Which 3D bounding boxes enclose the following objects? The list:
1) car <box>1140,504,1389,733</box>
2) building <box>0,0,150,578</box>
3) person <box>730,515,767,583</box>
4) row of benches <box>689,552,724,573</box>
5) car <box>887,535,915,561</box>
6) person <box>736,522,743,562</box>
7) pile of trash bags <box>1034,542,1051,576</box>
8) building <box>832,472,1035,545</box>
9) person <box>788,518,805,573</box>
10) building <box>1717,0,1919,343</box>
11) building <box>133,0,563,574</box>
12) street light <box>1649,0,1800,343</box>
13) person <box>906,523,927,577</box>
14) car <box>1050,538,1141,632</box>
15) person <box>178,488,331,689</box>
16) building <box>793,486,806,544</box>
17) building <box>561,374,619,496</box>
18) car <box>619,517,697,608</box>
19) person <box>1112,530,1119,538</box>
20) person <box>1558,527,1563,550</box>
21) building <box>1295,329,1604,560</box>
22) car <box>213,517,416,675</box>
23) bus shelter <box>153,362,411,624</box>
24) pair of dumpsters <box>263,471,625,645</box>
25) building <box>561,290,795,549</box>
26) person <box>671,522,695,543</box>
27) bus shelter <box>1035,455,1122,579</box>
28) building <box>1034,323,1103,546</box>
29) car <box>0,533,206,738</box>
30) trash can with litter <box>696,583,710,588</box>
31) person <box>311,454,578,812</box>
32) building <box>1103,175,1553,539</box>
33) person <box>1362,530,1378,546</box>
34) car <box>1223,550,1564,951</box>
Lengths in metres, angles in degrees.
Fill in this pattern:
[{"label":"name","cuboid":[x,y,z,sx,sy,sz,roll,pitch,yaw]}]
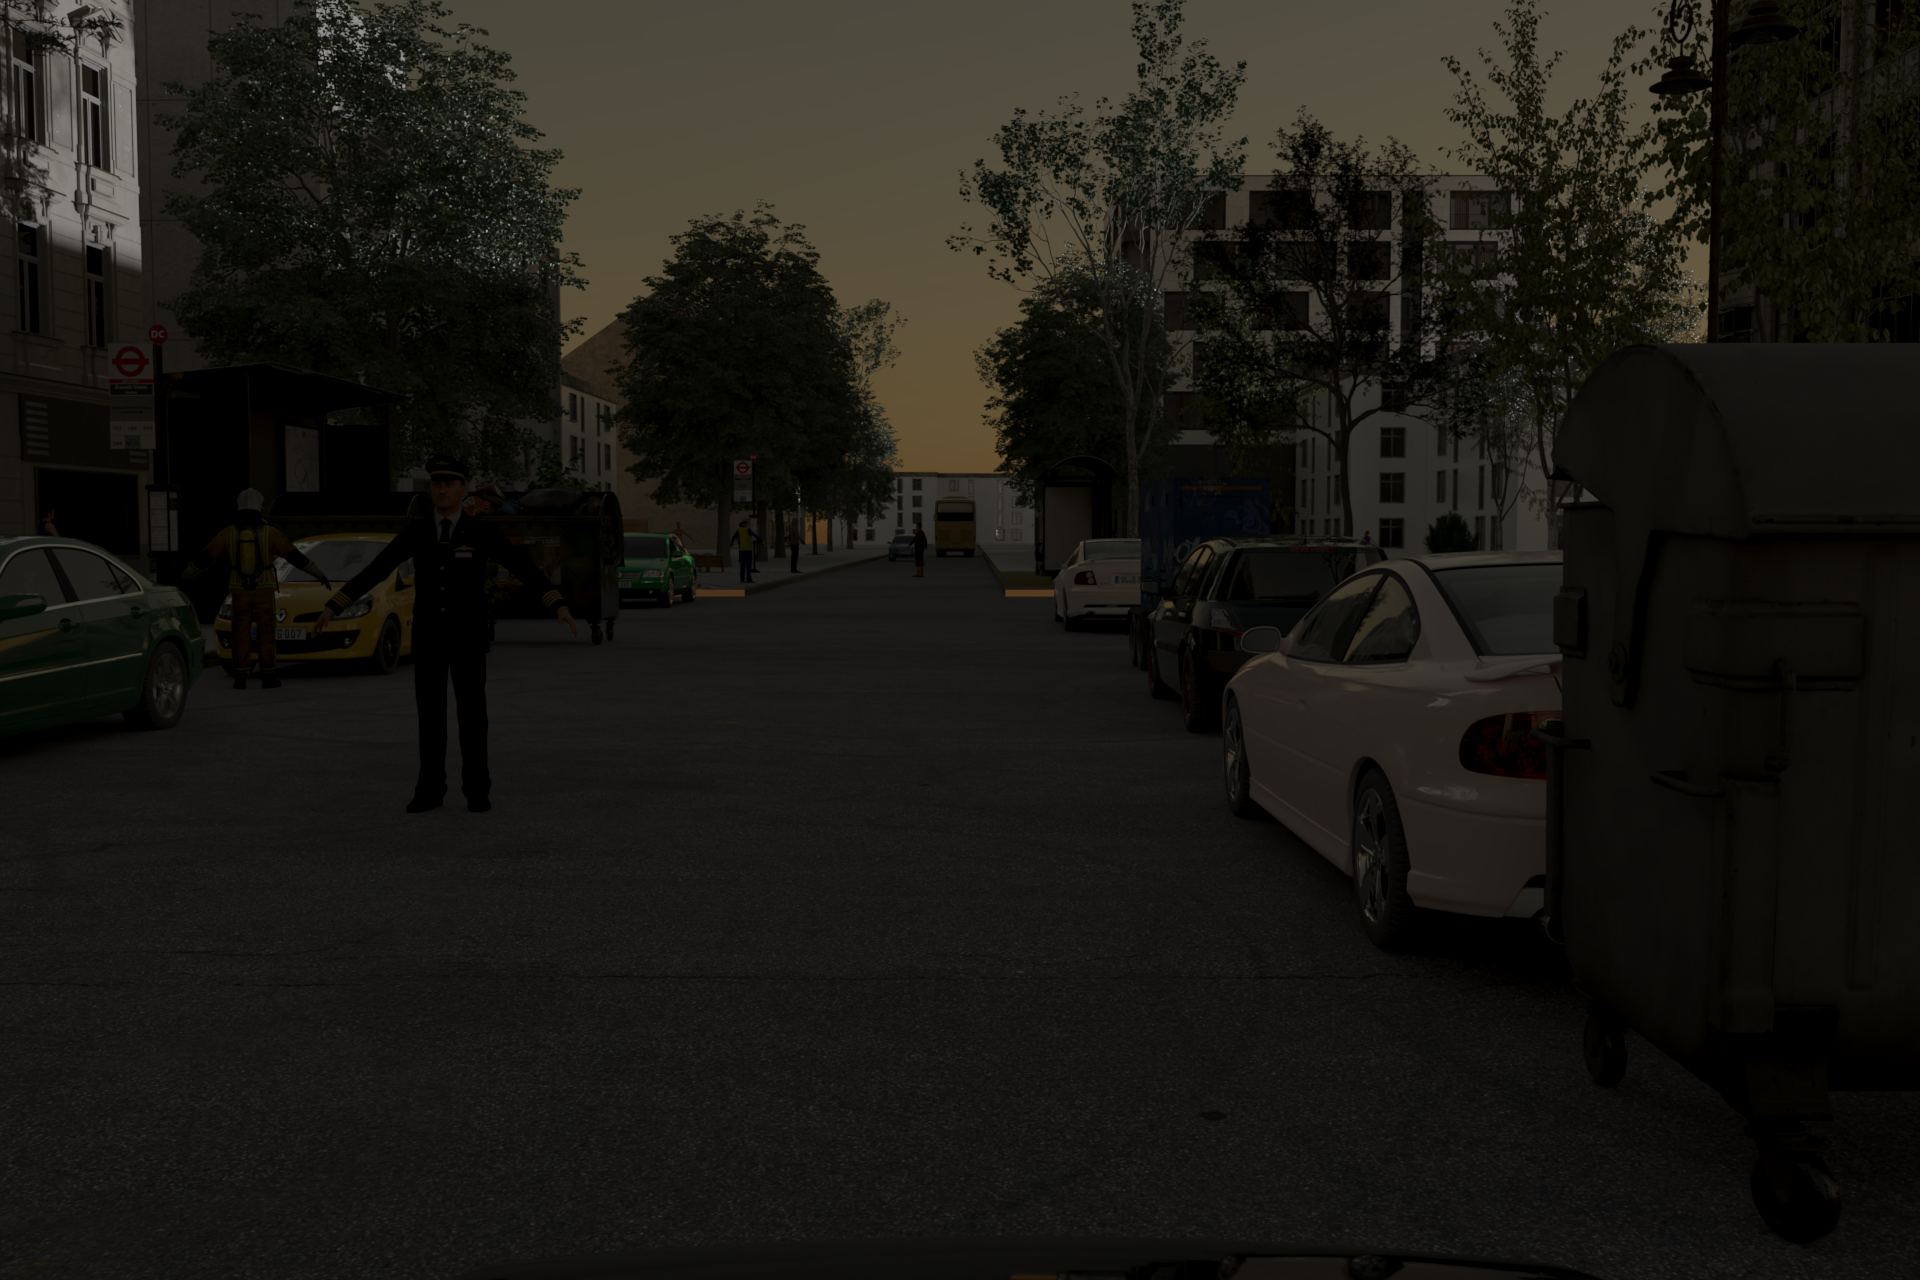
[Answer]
[{"label":"car","cuboid":[2.497,-0.250,13.881,2.009,1.686,4.222,0,4,1]},{"label":"building","cuboid":[-29.272,-15.226,25.354,17.030,29.872,44.131,0,4,1]},{"label":"person","cuboid":[-5.541,-2.373,45.266,1.216,1.772,0.721,2,4,33]},{"label":"row of benches","cuboid":[-9.453,-2.681,59.296,1.422,0.672,4.104,-3,5,-40]},{"label":"car","cuboid":[-2.850,-4.901,92.130,2.014,1.417,4.499,0,4,1]},{"label":"person","cuboid":[-9.879,-4.428,78.577,0.705,1.806,1.347,1,4,20]},{"label":"pile of trash bags","cuboid":[3.269,-2.711,54.085,1.912,1.369,3.447,0,4,0]},{"label":"building","cuboid":[-3.517,-17.722,234.366,28.070,9.664,9.099,0,4,-7]},{"label":"person","cuboid":[-5.416,-3.117,57.087,0.705,1.813,1.348,-2,4,-24]},{"label":"building","cuboid":[26.704,-13.071,30.358,14.369,24.946,33.146,0,3,0]},{"label":"building","cuboid":[-28.596,-12.532,71.350,16.747,18.905,31.486,0,4,1]},{"label":"street light","cuboid":[5.689,-2.465,13.086,0.468,5.910,1.993,0,4,0]},{"label":"person","cuboid":[-1.382,-3.003,57.689,0.704,1.812,1.346,2,4,27]},{"label":"car","cuboid":[2.457,-0.885,26.825,2.083,1.381,4.827,0,4,0]},{"label":"person","cuboid":[-6.565,-0.481,16.093,1.354,1.858,0.705,-1,4,-12]},{"label":"building","cuboid":[-28.663,-21.000,209.800,16.747,18.905,31.486,0,4,0]},{"label":"building","cuboid":[-24.957,-9.882,103.726,9.099,9.664,28.070,0,4,0]},{"label":"car","cuboid":[-6.482,-1.608,35.084,1.959,1.807,4.718,0,4,0]},{"label":"person","cuboid":[6.157,-4.068,72.660,1.345,1.843,0.704,-1,4,-21]},{"label":"person","cuboid":[16.743,-2.546,47.483,1.347,1.847,0.705,-1,4,-16]},{"label":"building","cuboid":[23.575,-8.733,84.940,9.099,9.664,28.070,0,3,0]},{"label":"car","cuboid":[-6.632,-0.528,18.861,2.015,1.641,3.980,0,4,1]},{"label":"bus shelter","cuboid":[-10.236,-2.167,26.719,1.731,3.624,6.357,0,4,-1]},{"label":"pair of dumpsters","cuboid":[-6.720,-1.086,22.712,4.436,2.255,1.574,0,4,0]},{"label":"building","cuboid":[-25.811,-20.252,162.051,19.493,23.208,18.063,0,4,1]},{"label":"person","cuboid":[-10.591,-3.576,65.272,1.217,1.733,0.721,-1,4,-14]},{"label":"bus shelter","cuboid":[3.134,-3.239,46.882,2.014,3.302,5.546,0,4,0]},{"label":"building","cuboid":[21.762,-20.814,184.285,27.936,21.610,32.646,0,3,0]},{"label":"car","cuboid":[-6.726,0.026,11.372,2.131,1.459,4.920,0,4,0]},{"label":"trash can with litter","cuboid":[-6.737,-1.886,41.901,1.678,1.210,2.233,0,4,2]},{"label":"person","cuboid":[-2.656,-0.037,8.999,1.347,1.837,0.705,0,4,-4]},{"label":"building","cuboid":[23.232,-16.588,115.181,27.936,21.610,32.646,0,3,0]},{"label":"person","cuboid":[16.795,-3.788,71.206,0.599,1.433,0.991,-2,4,-35]},{"label":"car","cuboid":[2.323,0.306,7.352,2.083,1.381,4.827,0,4,-1]}]
